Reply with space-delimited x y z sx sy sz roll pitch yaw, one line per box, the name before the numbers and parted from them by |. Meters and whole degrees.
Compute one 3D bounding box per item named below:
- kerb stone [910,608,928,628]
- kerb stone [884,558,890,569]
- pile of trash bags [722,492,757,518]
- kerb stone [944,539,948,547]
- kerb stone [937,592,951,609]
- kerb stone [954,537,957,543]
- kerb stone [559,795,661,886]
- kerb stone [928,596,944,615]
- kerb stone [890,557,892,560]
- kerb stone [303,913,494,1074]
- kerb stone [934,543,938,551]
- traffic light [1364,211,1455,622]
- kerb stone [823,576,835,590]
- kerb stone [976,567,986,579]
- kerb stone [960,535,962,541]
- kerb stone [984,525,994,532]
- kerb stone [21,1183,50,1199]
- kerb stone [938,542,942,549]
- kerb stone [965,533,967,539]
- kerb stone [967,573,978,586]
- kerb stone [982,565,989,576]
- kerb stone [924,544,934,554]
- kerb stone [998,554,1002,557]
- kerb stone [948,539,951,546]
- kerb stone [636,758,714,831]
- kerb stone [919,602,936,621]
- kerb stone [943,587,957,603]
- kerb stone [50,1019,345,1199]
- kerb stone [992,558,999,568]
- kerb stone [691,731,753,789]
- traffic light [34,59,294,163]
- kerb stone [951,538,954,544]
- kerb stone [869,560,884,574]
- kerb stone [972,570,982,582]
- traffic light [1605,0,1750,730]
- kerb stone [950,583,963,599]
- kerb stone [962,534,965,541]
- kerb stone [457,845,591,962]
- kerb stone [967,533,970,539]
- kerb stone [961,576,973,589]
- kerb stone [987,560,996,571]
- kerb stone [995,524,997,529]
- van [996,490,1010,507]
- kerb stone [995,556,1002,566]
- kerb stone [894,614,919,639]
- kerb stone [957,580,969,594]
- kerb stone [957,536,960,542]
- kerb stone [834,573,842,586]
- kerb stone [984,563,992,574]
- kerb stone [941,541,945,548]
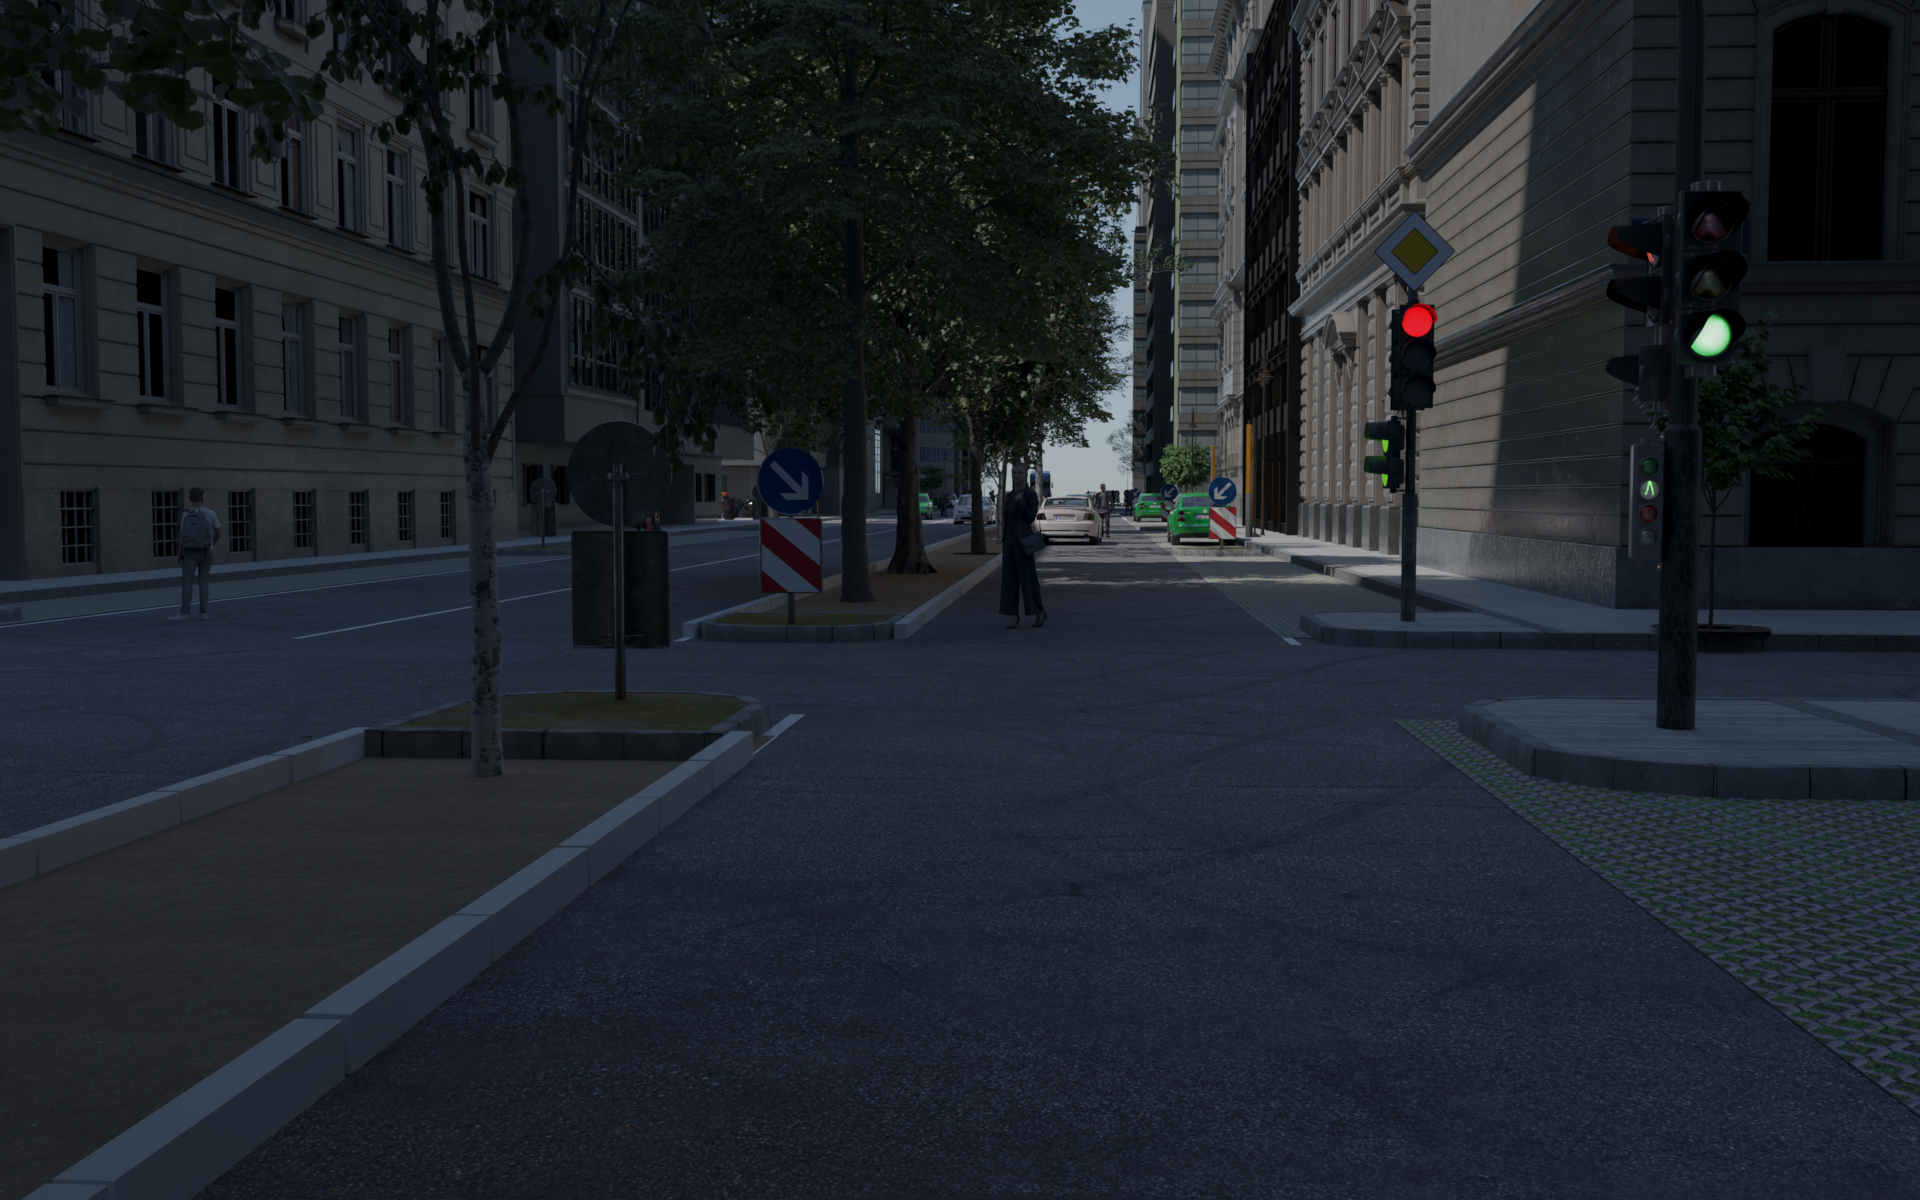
kerb stone | -0.479 0.218 18.629 0.120 0.150 1.000 0 4 4
kerb stone | -1.502 -0.661 33.048 0.120 0.150 1.000 0 4 4
pile of trash bags | -11.908 -5.074 92.704 1.912 1.369 3.447 1 4 22
kerb stone | -0.489 -1.478 46.370 0.120 0.150 1.000 0 4 4
kerb stone | -0.247 0.031 21.692 0.120 0.150 1.000 0 4 4
kerb stone | -0.255 -1.666 49.433 0.120 0.150 1.000 0 4 4
kerb stone | -1.371 0.940 6.822 0.120 0.150 1.000 0 4 4
kerb stone | -0.325 0.093 20.672 0.120 0.150 1.000 0 4 4
kerb stone | -1.417 -0.720 34.073 0.120 0.150 1.000 0 4 4
kerb stone | -1.525 1.065 4.776 0.120 0.150 1.000 0 4 4
kerb stone | -0.715 -1.290 43.288 0.120 0.150 1.000 0 4 4
traffic light | 4.506 -1.741 17.379 0.839 4.253 0.868 0 4 4
kerb stone | -2.032 -0.226 25.888 0.120 0.150 1.000 0 4 4
kerb stone | 0.295 -0.404 28.838 0.120 0.150 1.000 0 4 4
kerb stone | -0.100 -1.789 51.488 0.120 0.150 1.000 0 4 4
kerb stone | 1.139 -2.785 67.827 0.120 0.150 1.000 0 4 4
kerb stone | -1.678 1.191 2.724 0.120 0.150 1.000 0 4 4
kerb stone | -0.640 -1.353 44.314 0.120 0.150 1.000 0 4 4
kerb stone | 0.056 -1.916 53.526 0.120 0.150 1.000 0 4 4
kerb stone | 0.139 -0.281 26.791 0.120 0.150 1.000 0 4 4
kerb stone | 0.371 -0.469 29.857 0.120 0.150 1.000 0 4 4
kerb stone | -0.791 -1.224 42.269 0.120 0.150 1.000 0 4 4
kerb stone | 0.762 -0.778 34.964 0.120 0.150 1.000 0 4 4
kerb stone | -0.407 -1.538 47.395 0.120 0.150 1.000 0 4 4
kerb stone | -1.294 0.881 7.847 0.120 0.150 1.000 0 4 4
kerb stone | -0.403 0.156 19.648 0.120 0.150 1.000 0 4 4
kerb stone | -0.169 -0.032 22.711 0.120 0.150 1.000 0 4 4
kerb stone | -1.605 1.132 3.748 0.120 0.150 1.000 0 4 4
kerb stone | 0.607 -0.655 32.926 0.120 0.150 1.000 0 4 4
kerb stone | -1.216 0.815 8.869 0.120 0.150 1.000 0 4 4
traffic light | -9.518 -2.678 18.455 4.771 5.953 1.251 0 4 4
kerb stone | -0.334 -1.604 48.414 0.120 0.150 1.000 0 4 4
kerb stone | -1.573 -0.601 32.023 0.120 0.150 1.000 0 4 4
kerb stone | 0.216 -0.343 27.810 0.120 0.150 1.000 0 4 4
traffic light | 1.811 -2.126 9.433 4.771 5.953 1.251 0 4 4
kerb stone | -0.095 -0.094 23.734 0.120 0.150 1.000 0 4 4
kerb stone | -0.020 -1.848 52.508 0.120 0.150 1.000 0 4 4
kerb stone | -1.449 1.006 5.800 0.120 0.150 1.000 0 4 4
kerb stone | 0.130 -1.979 54.548 0.120 0.150 1.000 0 4 4
kerb stone | 0.061 -0.219 25.772 0.120 0.150 1.000 0 4 4
kerb stone | 0.528 -0.594 31.900 0.120 0.150 1.000 0 4 4
kerb stone | 1.298 -2.914 69.872 0.120 0.150 1.000 0 4 4
van | 4.847 -11.233 190.676 2.013 2.044 4.112 0 4 3
kerb stone | 0.679 -0.716 33.945 0.120 0.150 1.000 0 4 4
kerb stone | -0.553 0.282 17.610 0.120 0.150 1.000 0 4 4
kerb stone | -0.007 -0.156 24.752 0.120 0.150 1.000 0 4 4
kerb stone | -0.169 -1.729 50.468 0.120 0.150 1.000 0 4 4
kerb stone | -1.958 -0.287 26.908 0.120 0.150 1.000 0 4 4
kerb stone | 0.445 -0.518 30.877 0.120 0.150 1.000 0 4 4
kerb stone | -0.562 -1.416 45.351 0.120 0.150 1.000 0 4 4
